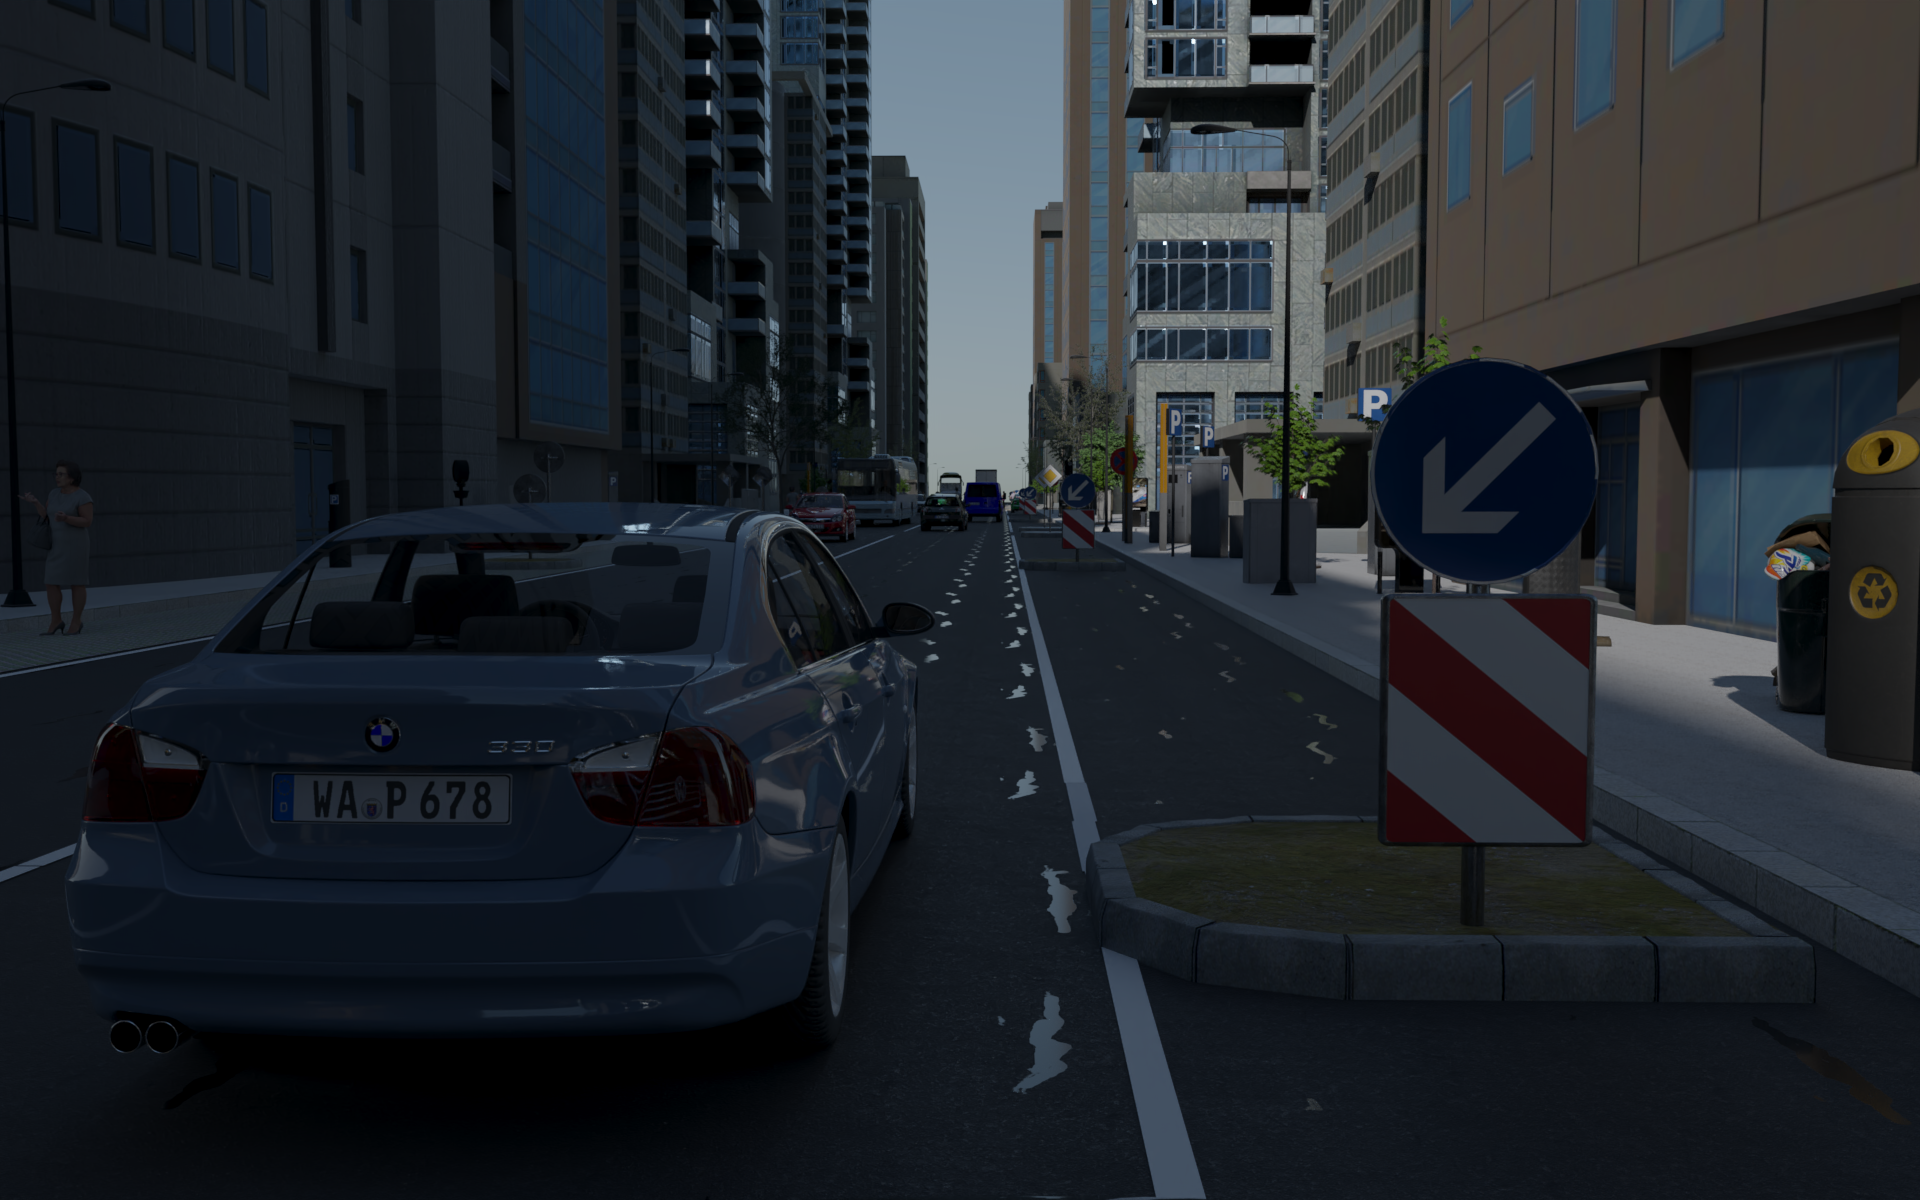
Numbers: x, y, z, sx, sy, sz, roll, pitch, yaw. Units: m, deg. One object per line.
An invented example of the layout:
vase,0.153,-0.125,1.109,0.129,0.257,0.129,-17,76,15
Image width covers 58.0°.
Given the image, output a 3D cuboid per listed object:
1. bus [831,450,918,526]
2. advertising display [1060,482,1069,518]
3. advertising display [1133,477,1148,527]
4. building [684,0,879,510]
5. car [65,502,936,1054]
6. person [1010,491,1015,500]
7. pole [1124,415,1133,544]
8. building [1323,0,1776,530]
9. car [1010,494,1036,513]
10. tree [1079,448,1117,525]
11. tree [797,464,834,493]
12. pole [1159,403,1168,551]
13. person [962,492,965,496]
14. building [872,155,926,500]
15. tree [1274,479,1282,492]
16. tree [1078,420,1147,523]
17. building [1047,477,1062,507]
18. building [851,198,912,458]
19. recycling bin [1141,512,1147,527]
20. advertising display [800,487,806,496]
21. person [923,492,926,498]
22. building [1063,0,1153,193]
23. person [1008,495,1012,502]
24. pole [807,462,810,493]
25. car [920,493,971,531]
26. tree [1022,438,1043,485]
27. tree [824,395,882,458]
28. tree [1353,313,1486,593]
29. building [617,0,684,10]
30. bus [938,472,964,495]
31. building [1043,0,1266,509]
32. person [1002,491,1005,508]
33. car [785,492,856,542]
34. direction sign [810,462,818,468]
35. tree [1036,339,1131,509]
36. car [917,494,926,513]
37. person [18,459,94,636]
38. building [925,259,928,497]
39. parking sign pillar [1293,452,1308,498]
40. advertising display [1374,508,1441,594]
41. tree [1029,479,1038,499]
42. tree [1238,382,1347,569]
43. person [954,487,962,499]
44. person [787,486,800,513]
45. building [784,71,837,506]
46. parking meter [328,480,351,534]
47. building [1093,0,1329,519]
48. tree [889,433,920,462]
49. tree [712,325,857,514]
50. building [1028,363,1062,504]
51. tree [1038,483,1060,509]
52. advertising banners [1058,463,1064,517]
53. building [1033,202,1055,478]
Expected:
bus,-3.742,-5.211,80.064,2.948,3.499,13.247,0,4,3
advertising display,5.654,-5.410,93.672,0.123,1.923,0.974,-1,4,-23
advertising display,6.837,-3.787,67.139,0.974,1.923,0.123,2,4,33
building,-19.260,-53.030,179.708,22.319,86.520,31.000,0,4,1
car,-1.116,0.379,5.800,2.014,1.417,4.499,0,4,2
person,4.550,-8.270,144.648,0.436,1.711,0.756,-3,5,-44
pole,4.374,-3.121,44.870,0.158,3.312,0.155,0,3,0
building,23.788,-25.844,72.657,14.200,45.320,14.600,0,4,1
car,4.657,-7.288,127.953,1.959,1.807,4.718,0,4,0
tree,5.842,-4.788,72.887,1.663,3.219,1.824,0,3,0
tree,-9.125,-7.083,110.407,1.663,3.219,1.824,0,3,0
pole,4.584,-2.764,39.036,0.158,3.312,0.155,0,3,0
person,0.770,-17.257,290.666,1.348,1.822,0.705,1,4,22
building,-16.123,-38.365,250.964,21.300,48.544,21.600,0,4,1
tree,16.378,-6.148,84.232,4.285,4.588,4.351,0,3,0
tree,6.702,-5.693,76.797,4.285,4.588,4.351,0,3,0
building,25.020,-29.390,172.408,32.217,40.220,23.993,0,4,1
building,-13.785,-33.596,232.887,14.154,41.232,14.086,0,4,1
recycling bin,6.950,-3.423,68.520,0.722,1.027,0.722,2,4,29
advertising display,-11.133,-7.339,125.214,0.974,1.923,0.123,2,4,24
person,-4.313,-11.830,202.713,0.721,1.735,1.217,-3,4,-36
building,15.073,-29.557,133.374,14.600,45.320,14.200,0,4,1
person,8.108,-15.938,269.109,1.348,1.821,0.705,-1,4,-15
pole,-9.760,-7.214,111.792,0.158,3.312,0.155,0,3,0
car,-0.604,-3.571,68.168,2.009,1.686,4.222,0,4,3
tree,9.858,-16.758,224.355,4.737,8.622,4.395,0,3,0
tree,-8.190,-10.973,129.776,4.737,8.622,4.395,0,3,0
tree,5.148,-1.469,18.618,1.663,3.219,1.824,0,3,0
building,-25.731,-23.641,78.406,32.217,40.220,23.993,0,4,1
bus,-1.053,-12.572,197.096,2.896,3.916,12.252,0,4,0
building,21.201,-54.182,198.541,22.319,86.520,31.000,0,4,1
person,4.279,-10.001,172.699,0.721,1.739,1.217,2,4,27
car,-4.209,-2.683,52.908,2.155,1.783,4.494,0,4,1
direction sign,-10.418,-8.013,123.004,0.876,3.537,0.379,3,4,39
tree,6.015,-8.063,82.192,4.360,8.622,3.978,0,3,0
car,-3.109,-6.689,119.157,2.009,1.686,4.222,0,4,-1
person,-9.115,-0.524,17.426,0.716,1.782,0.532,1,4,14
building,-12.705,-37.294,293.348,14.154,41.232,14.086,0,4,1
parking sign pillar,13.161,-4.727,65.764,1.447,3.967,1.447,-1,4,-19
advertising display,5.805,-1.046,22.324,0.974,1.923,0.123,-1,4,-16
tree,8.503,-12.067,191.894,1.663,3.219,1.824,0,3,0
tree,5.877,-2.161,29.936,1.663,3.219,1.824,0,3,0
person,-0.128,-5.318,95.626,0.511,1.800,0.466,0,4,6
person,-6.977,-3.951,73.460,0.716,1.782,0.532,0,4,5
building,-24.679,-28.237,153.562,32.217,40.220,23.993,0,4,1
parking meter,-10.850,-1.338,30.289,0.372,1.533,0.369,0,3,0
building,18.554,-48.245,101.480,22.319,86.520,31.000,0,4,1
tree,-6.659,-15.389,201.971,4.360,8.622,3.978,0,3,0
tree,-9.695,-9.807,94.765,8.767,10.594,7.601,0,4,4
building,25.317,-26.986,286.263,27.650,21.520,28.899,0,4,1
tree,8.215,-9.835,155.397,1.663,3.219,1.824,0,3,0
advertising banners,5.676,-6.170,97.072,0.090,3.025,2.074,1,4,11
building,18.140,-37.559,264.195,14.600,45.320,14.200,0,4,1
